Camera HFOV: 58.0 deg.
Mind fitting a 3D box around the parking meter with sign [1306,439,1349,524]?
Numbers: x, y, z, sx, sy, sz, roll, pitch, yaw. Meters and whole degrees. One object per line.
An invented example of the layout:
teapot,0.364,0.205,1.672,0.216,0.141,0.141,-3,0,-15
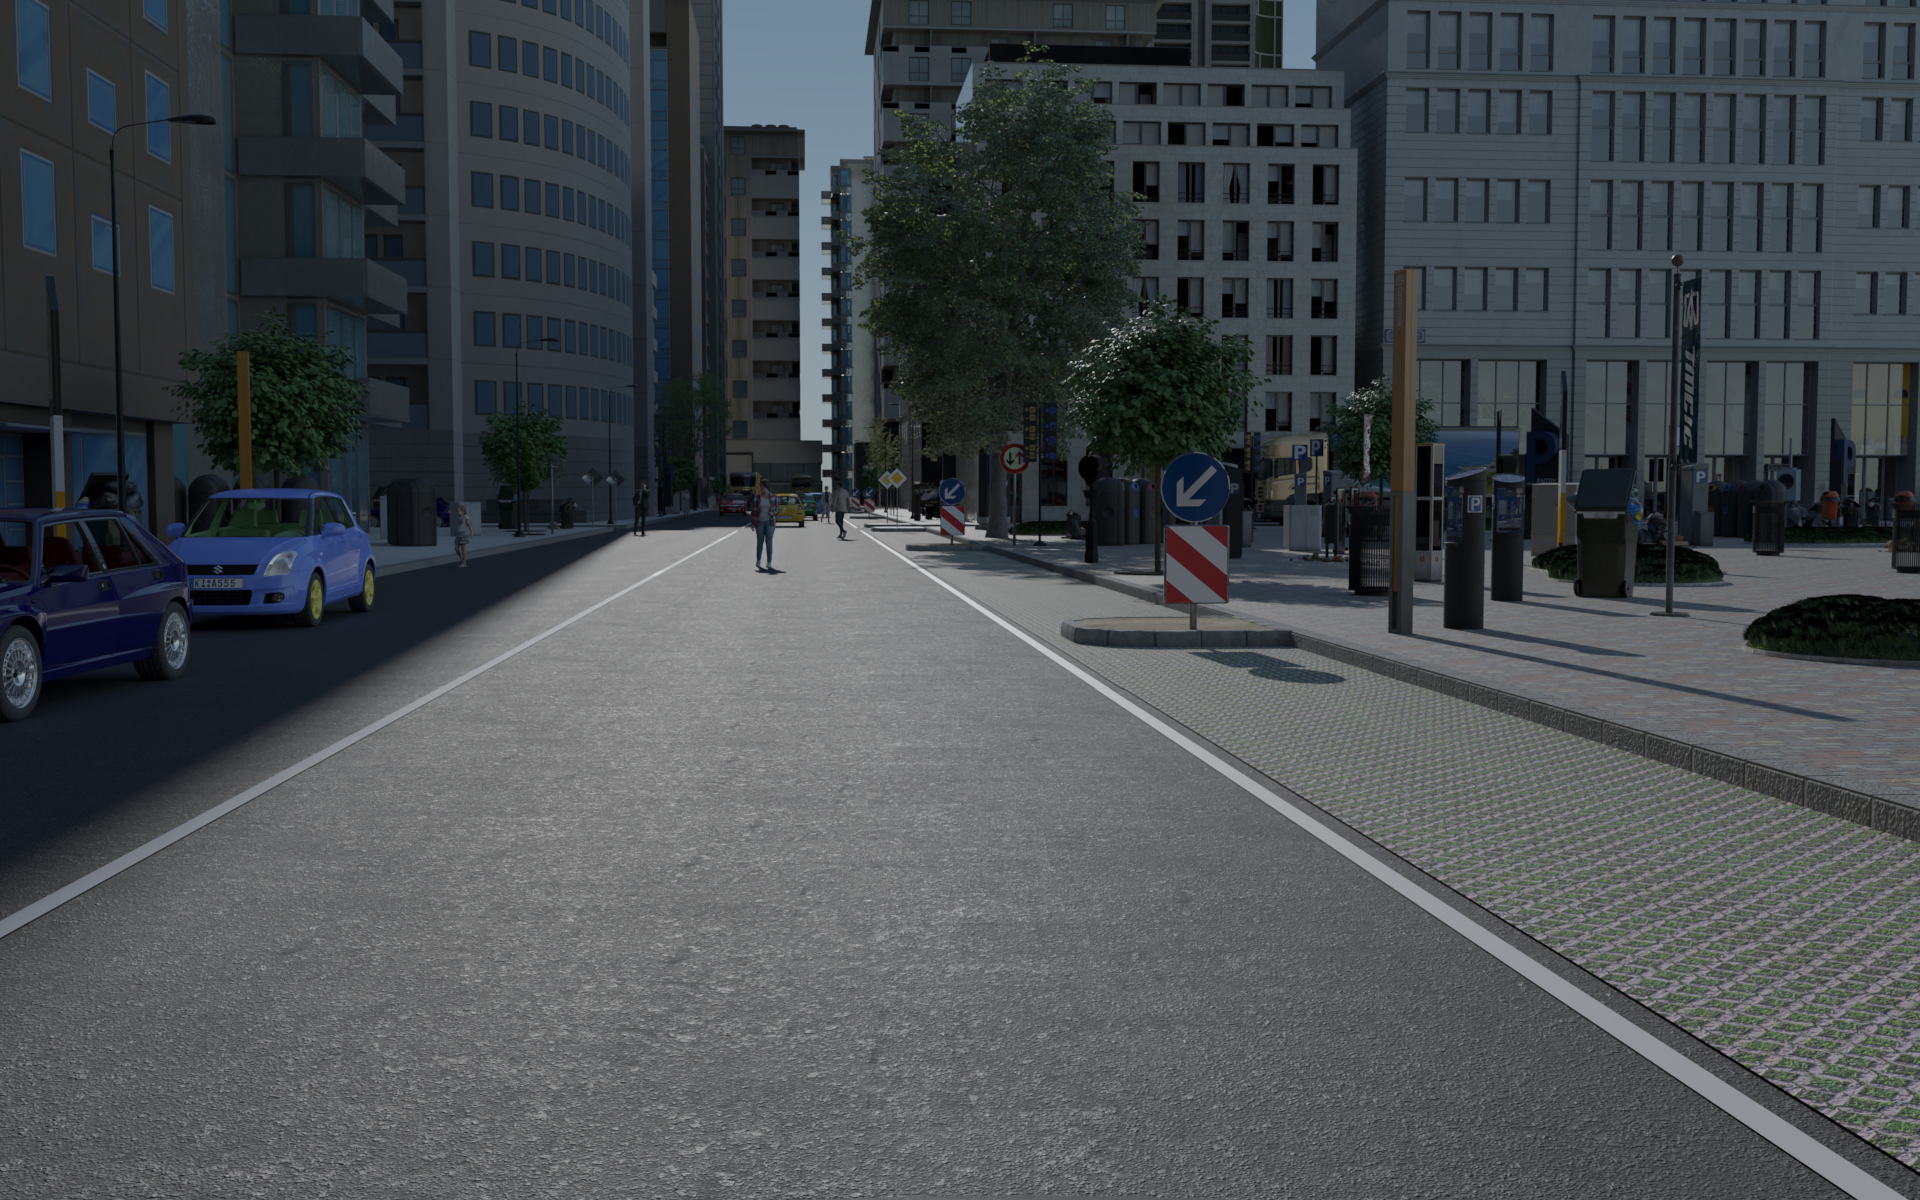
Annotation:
parking meter with sign,12.039,-3.622,55.488,1.738,3.016,0.543,-2,4,-31

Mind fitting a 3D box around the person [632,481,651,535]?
person,-11.301,-3.281,61.502,0.648,1.900,0.474,-1,4,-16

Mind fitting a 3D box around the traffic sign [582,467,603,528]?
traffic sign,-13.861,-3.775,65.366,0.795,2.450,0.064,0,4,-5

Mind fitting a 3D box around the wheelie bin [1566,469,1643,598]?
wheelie bin,8.060,-0.840,21.640,0.980,1.594,0.693,3,4,36

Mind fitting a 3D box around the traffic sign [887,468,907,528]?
traffic sign,-2.411,-3.836,66.366,0.795,2.450,0.064,0,4,-5

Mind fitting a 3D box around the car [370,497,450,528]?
car,-22.271,-3.490,69.640,3.894,1.354,1.945,0,4,-7

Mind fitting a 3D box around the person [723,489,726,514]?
person,-16.684,-6.912,122.081,0.524,1.755,0.480,0,4,-2

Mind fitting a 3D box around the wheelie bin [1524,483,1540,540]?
wheelie bin,16.226,-2.516,49.052,0.980,1.594,0.693,-3,4,-36

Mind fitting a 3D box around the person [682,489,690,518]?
person,-16.099,-5.677,101.895,0.480,1.755,0.524,-2,4,-29

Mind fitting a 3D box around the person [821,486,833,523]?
person,-6.597,-4.704,85.297,0.514,1.842,0.818,-2,4,-31

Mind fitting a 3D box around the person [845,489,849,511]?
person,-9.089,-7.884,137.505,0.767,1.812,0.694,-1,4,-10

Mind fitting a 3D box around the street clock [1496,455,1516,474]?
street clock,10.020,-1.667,31.828,0.358,2.002,0.471,0,4,0

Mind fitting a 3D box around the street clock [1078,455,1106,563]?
street clock,2.449,-1.690,32.199,0.471,2.002,0.358,3,4,37

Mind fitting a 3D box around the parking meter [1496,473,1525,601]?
parking meter,6.586,-0.759,20.826,0.372,1.533,0.369,0,3,0

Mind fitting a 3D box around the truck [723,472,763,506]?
truck,-19.270,-9.765,155.583,3.469,3.379,9.791,0,4,-4

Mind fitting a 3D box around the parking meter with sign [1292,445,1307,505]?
parking meter with sign,11.807,-3.909,60.176,0.543,3.016,1.738,1,4,10

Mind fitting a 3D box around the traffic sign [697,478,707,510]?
traffic sign,-20.334,-8.353,136.682,0.768,2.556,0.104,0,4,-4

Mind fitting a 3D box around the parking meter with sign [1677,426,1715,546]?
parking meter with sign,18.376,-2.881,43.357,0.543,3.016,1.738,0,4,0

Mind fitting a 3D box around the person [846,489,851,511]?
person,-8.355,-7.327,128.577,0.850,1.792,0.678,-2,4,-34

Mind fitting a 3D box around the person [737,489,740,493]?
person,-17.332,-7.750,135.308,0.391,1.810,0.635,-1,4,-19

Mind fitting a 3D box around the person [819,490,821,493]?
person,-15.710,-11.387,194.545,0.709,1.838,0.599,1,4,10

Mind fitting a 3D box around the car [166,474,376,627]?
car,-7.893,-0.621,19.743,1.945,1.707,3.694,0,4,-6

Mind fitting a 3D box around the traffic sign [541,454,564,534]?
traffic sign,-13.105,-3.395,55.611,0.768,2.556,0.104,0,4,-3

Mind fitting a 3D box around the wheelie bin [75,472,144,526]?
wheelie bin,-12.168,-1.039,24.891,0.693,1.594,0.980,1,4,22

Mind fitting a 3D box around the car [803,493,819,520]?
car,-8.736,-5.295,95.372,1.959,1.807,4.718,0,4,-5

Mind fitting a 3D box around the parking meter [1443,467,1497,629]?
parking meter,4.819,-0.497,16.537,0.372,1.533,0.369,0,3,0

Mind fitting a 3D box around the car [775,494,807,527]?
car,-7.762,-4.065,76.694,2.015,1.641,3.980,0,4,-6

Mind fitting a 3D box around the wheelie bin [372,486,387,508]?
wheelie bin,-24.024,-3.928,72.133,0.980,1.594,0.693,3,4,39

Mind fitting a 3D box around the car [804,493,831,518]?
car,-8.816,-5.892,105.920,1.945,1.707,3.694,0,4,-5

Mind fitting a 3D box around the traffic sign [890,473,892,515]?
traffic sign,-4.214,-6.450,105.559,0.768,2.556,0.104,0,4,-5

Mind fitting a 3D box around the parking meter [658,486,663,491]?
parking meter,-21.658,-7.323,125.435,0.399,1.863,0.255,1,4,9

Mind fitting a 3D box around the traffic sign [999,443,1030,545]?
traffic sign,1.361,-2.636,43.208,0.768,2.556,0.104,0,4,-3

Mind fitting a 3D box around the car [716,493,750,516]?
car,-14.926,-6.413,113.896,2.155,1.783,4.494,0,4,-7

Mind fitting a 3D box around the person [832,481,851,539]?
person,-3.784,-2.893,55.641,0.661,1.843,0.795,-3,5,-39

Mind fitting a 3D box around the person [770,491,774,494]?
person,-10.540,-5.326,97.398,0.330,1.601,0.589,0,4,0

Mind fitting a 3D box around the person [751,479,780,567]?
person,-3.810,-1.505,33.948,0.563,1.720,0.643,0,4,0

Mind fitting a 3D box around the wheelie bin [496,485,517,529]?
wheelie bin,-16.491,-3.386,63.262,0.980,1.594,0.693,1,4,9

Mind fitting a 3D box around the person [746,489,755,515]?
person,-14.448,-6.808,120.158,0.721,1.781,0.623,0,4,7

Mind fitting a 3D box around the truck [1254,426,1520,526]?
truck,17.393,-5.099,72.289,11.283,4.237,2.839,0,4,-4

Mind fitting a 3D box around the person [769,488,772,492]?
person,-12.082,-6.217,110.023,0.818,1.842,0.514,-1,4,-18

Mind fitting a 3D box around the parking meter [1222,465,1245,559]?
parking meter,5.438,-1.759,34.478,0.399,1.863,0.255,0,4,-6

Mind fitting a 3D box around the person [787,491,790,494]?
person,-17.800,-10.366,178.509,0.721,1.766,1.217,-2,4,-27

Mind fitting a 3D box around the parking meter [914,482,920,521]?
parking meter,-2.055,-4.721,82.901,0.255,1.863,0.399,1,4,9

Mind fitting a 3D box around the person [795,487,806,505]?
person,-8.198,-4.898,88.765,0.592,1.802,0.473,3,4,36

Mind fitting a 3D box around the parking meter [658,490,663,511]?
parking meter,-19.857,-6.508,114.817,0.372,1.533,0.369,0,3,0

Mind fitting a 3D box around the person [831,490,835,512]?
person,-10.168,-7.948,138.722,0.678,1.792,0.850,-2,4,-33

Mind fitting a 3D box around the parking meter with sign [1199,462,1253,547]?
parking meter with sign,6.277,-2.756,41.316,1.738,3.016,0.543,-3,5,-42

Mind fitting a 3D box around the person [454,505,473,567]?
person,-9.730,-1.259,34.100,0.505,1.210,0.382,2,4,33

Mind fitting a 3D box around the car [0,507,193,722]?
car,-6.848,0.031,12.072,1.945,1.354,3.894,0,4,-3
